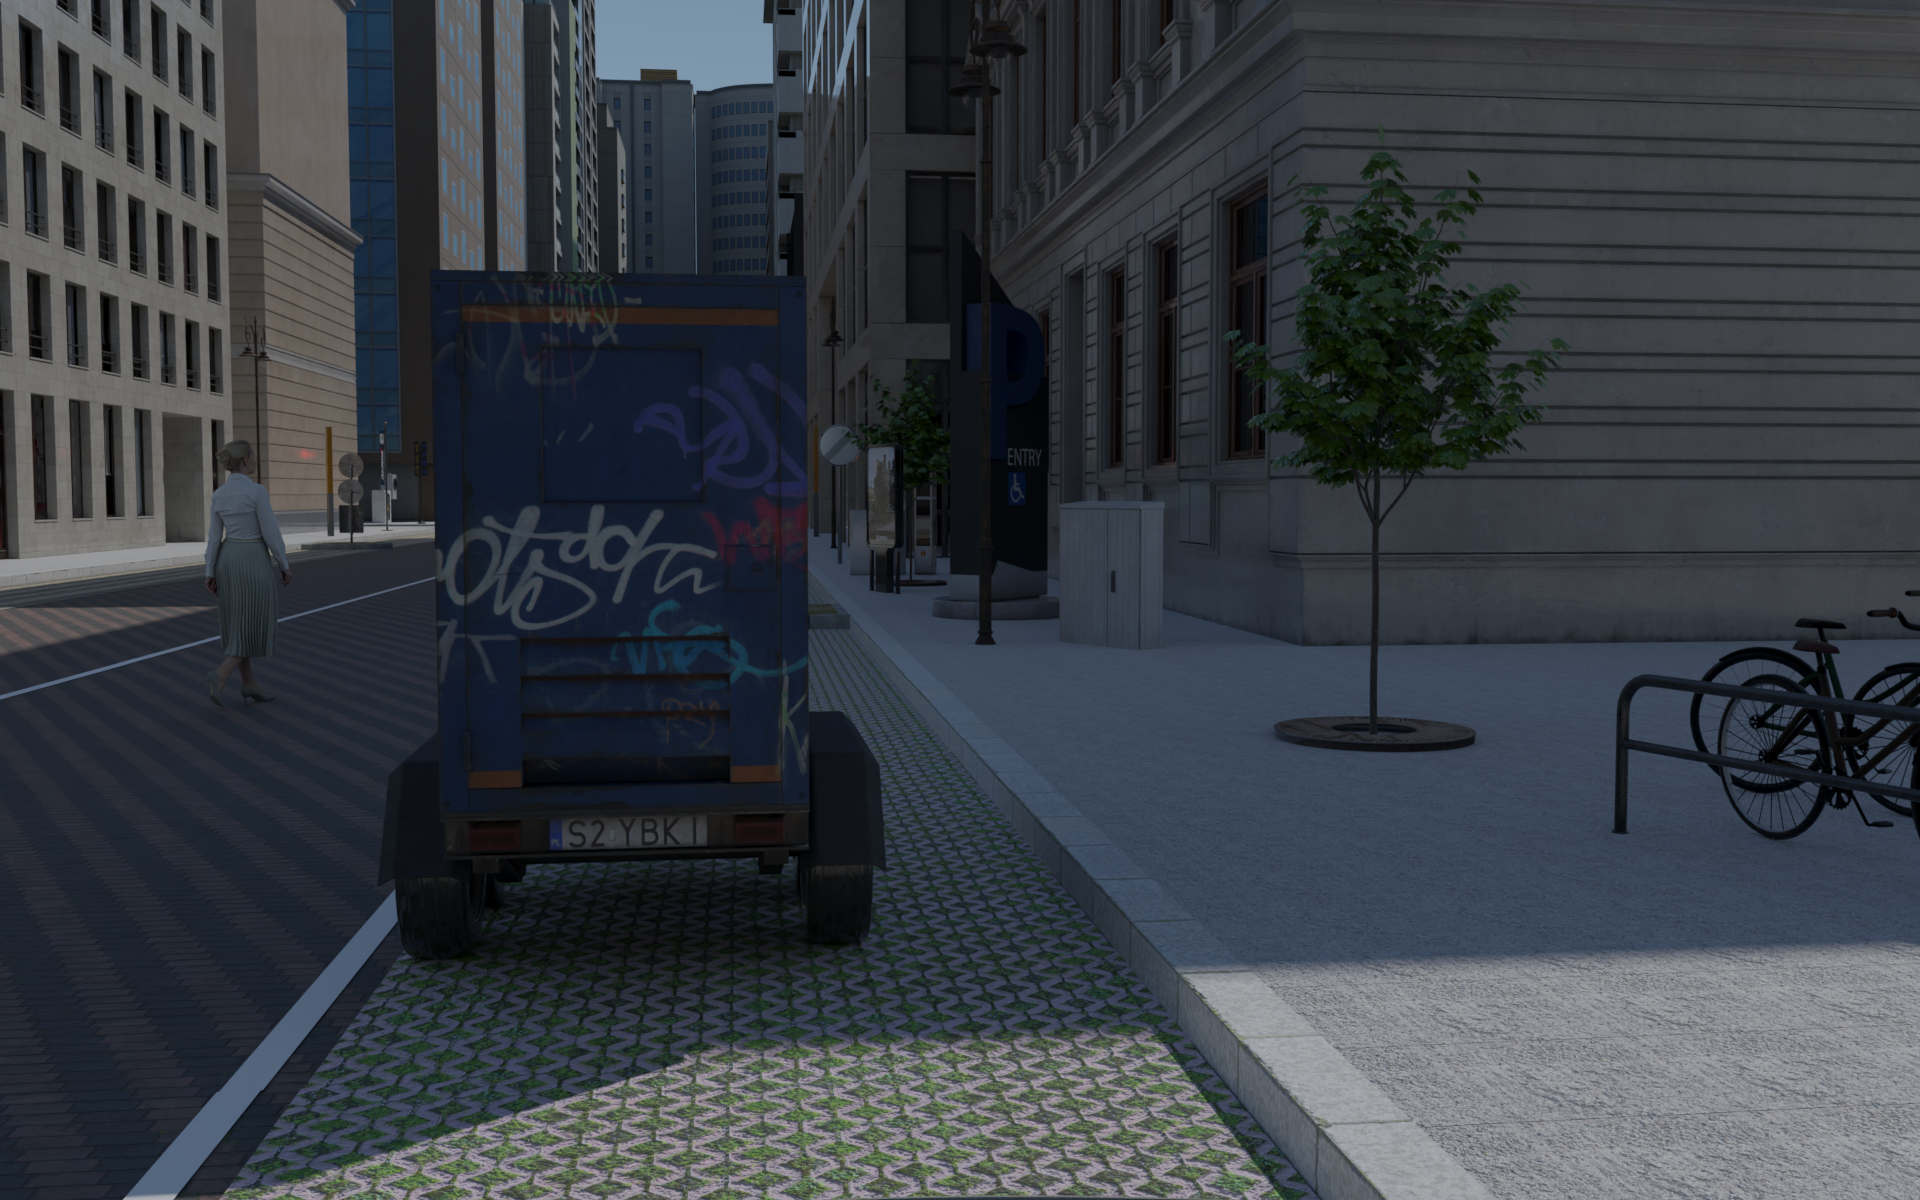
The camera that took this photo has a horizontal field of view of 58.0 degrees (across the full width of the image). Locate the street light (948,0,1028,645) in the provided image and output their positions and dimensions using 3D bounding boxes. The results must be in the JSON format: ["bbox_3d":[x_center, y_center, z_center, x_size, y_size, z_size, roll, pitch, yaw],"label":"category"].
[{"bbox_3d":[0.216,-2.558,14.617,0.468,5.910,1.993,0,4,-7],"label":"street light"}]

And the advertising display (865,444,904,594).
[{"bbox_3d":[-0.984,-1.060,22.549,0.123,1.923,0.974,-2,4,-26],"label":"advertising display"}]

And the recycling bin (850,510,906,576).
[{"bbox_3d":[-1.304,-0.919,27.580,0.722,1.027,0.722,1,4,17],"label":"recycling bin"}]

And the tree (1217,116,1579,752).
[{"bbox_3d":[2.054,-0.877,8.949,1.663,3.219,1.824,0,3,0],"label":"tree"}]

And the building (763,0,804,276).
[{"bbox_3d":[-4.298,-35.395,167.943,28.713,52.752,27.495,0,4,-7],"label":"building"}]

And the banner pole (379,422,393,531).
[{"bbox_3d":[-19.964,-4.282,60.028,0.401,3.779,0.863,0,4,-1],"label":"banner pole"}]

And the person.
[{"bbox_3d":[-4.883,-0.183,11.721,0.478,1.798,0.641,2,4,28],"label":"person"}]

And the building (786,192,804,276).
[{"bbox_3d":[-4.412,-17.046,108.388,12.332,23.373,15.834,0,4,-7],"label":"building"}]

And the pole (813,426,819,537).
[{"bbox_3d":[-4.317,-3.553,51.940,0.158,3.312,0.155,0,3,0],"label":"pole"}]

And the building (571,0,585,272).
[{"bbox_3d":[-45.673,-51.929,161.718,22.319,86.520,31.000,0,4,-7],"label":"building"}]

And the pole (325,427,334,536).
[{"bbox_3d":[-19.092,-3.585,52.457,0.158,3.312,0.155,0,3,0],"label":"pole"}]

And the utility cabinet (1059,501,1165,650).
[{"bbox_3d":[1.269,-0.216,14.690,0.306,1.237,1.020,-3,4,-37],"label":"utility cabinet"}]

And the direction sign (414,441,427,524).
[{"bbox_3d":[-23.165,-5.041,74.412,0.876,3.537,0.379,3,4,39],"label":"direction sign"}]

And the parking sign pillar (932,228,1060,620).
[{"bbox_3d":[0.423,-1.817,18.173,1.447,3.967,1.447,2,4,33],"label":"parking sign pillar"}]

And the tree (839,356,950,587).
[{"bbox_3d":[-0.579,-1.819,24.336,1.663,3.219,1.824,0,3,0],"label":"tree"}]

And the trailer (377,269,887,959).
[{"bbox_3d":[-1.148,0.038,6.435,1.471,1.999,3.904,-1,4,-8],"label":"trailer"}]

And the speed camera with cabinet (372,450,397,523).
[{"bbox_3d":[-25.482,-5.038,76.701,0.660,3.252,2.038,0,4,-3],"label":"speed camera with cabinet"}]

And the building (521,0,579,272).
[{"bbox_3d":[-37.908,-27.716,136.749,14.154,41.232,14.086,0,4,-7],"label":"building"}]

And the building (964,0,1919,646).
[{"bbox_3d":[6.558,-11.499,24.158,11.583,22.565,21.152,0,4,-7],"label":"building"}]

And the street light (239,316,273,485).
[{"bbox_3d":[-18.299,-4.425,45.144,0.468,5.910,1.993,0,4,-7],"label":"street light"}]

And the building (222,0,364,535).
[{"bbox_3d":[-31.565,-16.610,57.475,20.117,28.700,13.634,0,4,-7],"label":"building"}]

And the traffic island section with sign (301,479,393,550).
[{"bbox_3d":[-15.883,-2.226,45.026,1.989,1.847,2.006,0,4,-7],"label":"traffic island section with sign"}]

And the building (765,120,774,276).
[{"bbox_3d":[-13.232,-36.212,215.775,21.300,48.544,21.600,0,4,-7],"label":"building"}]

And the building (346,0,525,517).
[{"bbox_3d":[-36.762,-28.402,114.489,14.600,45.320,14.200,0,4,-7],"label":"building"}]

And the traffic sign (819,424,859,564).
[{"bbox_3d":[-2.207,-1.937,31.783,0.768,2.556,0.104,0,4,-7],"label":"traffic sign"}]

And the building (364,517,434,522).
[{"bbox_3d":[-31.384,-26.553,84.247,14.600,45.320,14.200,0,4,-7],"label":"building"}]

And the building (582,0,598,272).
[{"bbox_3d":[-48.113,-45.928,189.177,20.563,71.187,20.611,0,4,-7],"label":"building"}]

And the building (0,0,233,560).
[{"bbox_3d":[-24.480,-11.279,39.169,10.420,20.320,16.860,0,4,-7],"label":"building"}]

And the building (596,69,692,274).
[{"bbox_3d":[-51.121,-42.835,242.351,28.212,58.520,21.231,0,4,-7],"label":"building"}]

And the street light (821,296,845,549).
[{"bbox_3d":[-2.976,-4.150,40.648,0.468,5.910,1.993,0,4,-7],"label":"street light"}]

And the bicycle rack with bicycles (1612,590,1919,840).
[{"bbox_3d":[3.714,0.436,6.259,2.852,0.926,2.925,-1,4,-21],"label":"bicycle rack with bicycles"}]

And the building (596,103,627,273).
[{"bbox_3d":[-51.876,-35.914,210.890,21.600,48.544,21.300,0,4,-7],"label":"building"}]

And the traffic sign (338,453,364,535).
[{"bbox_3d":[-19.093,-3.316,54.326,0.768,2.556,0.104,0,4,-6],"label":"traffic sign"}]

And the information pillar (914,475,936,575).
[{"bbox_3d":[-0.552,-1.411,27.560,0.304,2.012,0.304,1,4,12],"label":"information pillar"}]

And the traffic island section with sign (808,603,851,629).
[{"bbox_3d":[-2.254,-0.638,19.066,1.989,1.847,2.006,0,4,-7],"label":"traffic island section with sign"}]

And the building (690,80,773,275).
[{"bbox_3d":[-23.131,-43.051,245.880,28.212,58.520,21.231,0,4,-7],"label":"building"}]

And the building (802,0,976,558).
[{"bbox_3d":[5.594,-15.121,51.742,19.350,26.468,34.151,0,4,-7],"label":"building"}]
